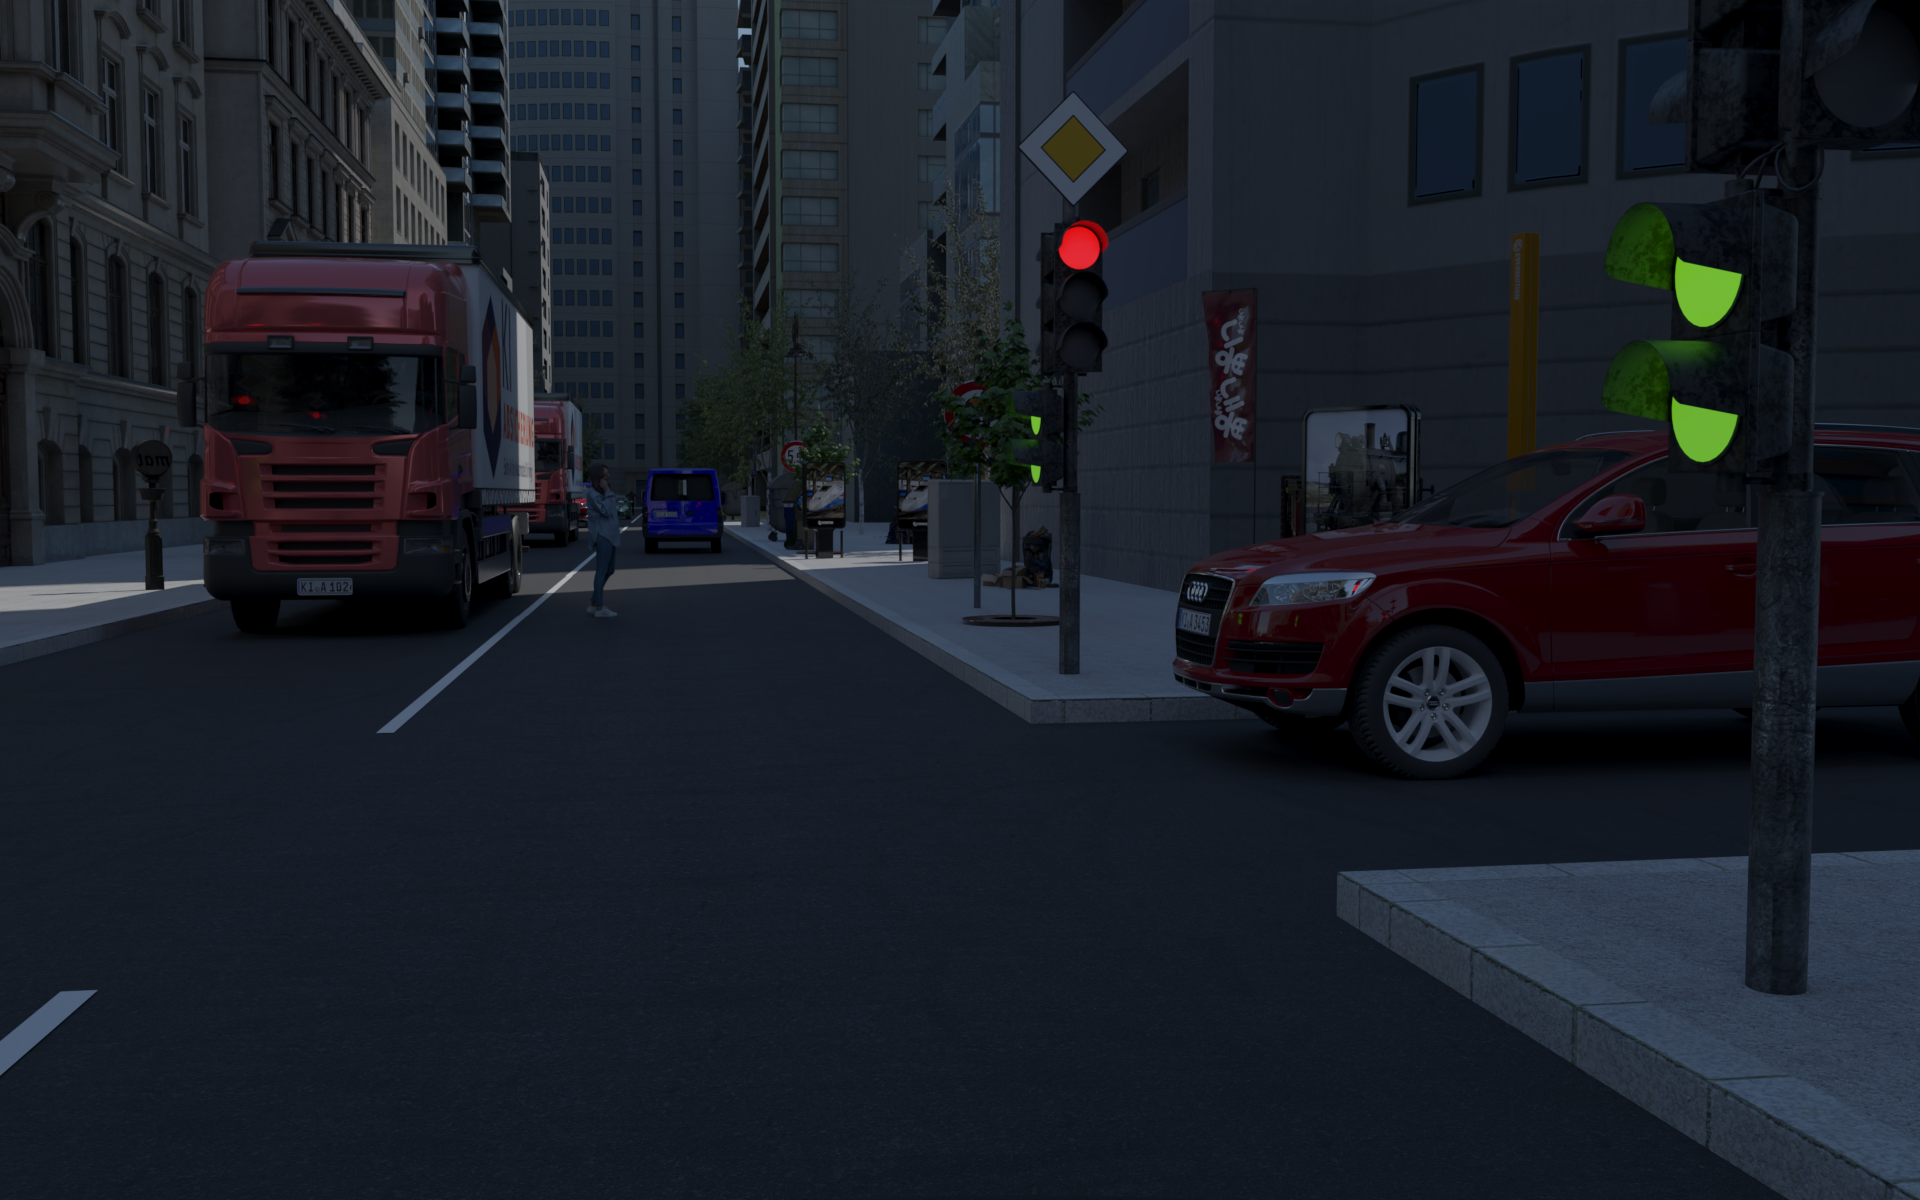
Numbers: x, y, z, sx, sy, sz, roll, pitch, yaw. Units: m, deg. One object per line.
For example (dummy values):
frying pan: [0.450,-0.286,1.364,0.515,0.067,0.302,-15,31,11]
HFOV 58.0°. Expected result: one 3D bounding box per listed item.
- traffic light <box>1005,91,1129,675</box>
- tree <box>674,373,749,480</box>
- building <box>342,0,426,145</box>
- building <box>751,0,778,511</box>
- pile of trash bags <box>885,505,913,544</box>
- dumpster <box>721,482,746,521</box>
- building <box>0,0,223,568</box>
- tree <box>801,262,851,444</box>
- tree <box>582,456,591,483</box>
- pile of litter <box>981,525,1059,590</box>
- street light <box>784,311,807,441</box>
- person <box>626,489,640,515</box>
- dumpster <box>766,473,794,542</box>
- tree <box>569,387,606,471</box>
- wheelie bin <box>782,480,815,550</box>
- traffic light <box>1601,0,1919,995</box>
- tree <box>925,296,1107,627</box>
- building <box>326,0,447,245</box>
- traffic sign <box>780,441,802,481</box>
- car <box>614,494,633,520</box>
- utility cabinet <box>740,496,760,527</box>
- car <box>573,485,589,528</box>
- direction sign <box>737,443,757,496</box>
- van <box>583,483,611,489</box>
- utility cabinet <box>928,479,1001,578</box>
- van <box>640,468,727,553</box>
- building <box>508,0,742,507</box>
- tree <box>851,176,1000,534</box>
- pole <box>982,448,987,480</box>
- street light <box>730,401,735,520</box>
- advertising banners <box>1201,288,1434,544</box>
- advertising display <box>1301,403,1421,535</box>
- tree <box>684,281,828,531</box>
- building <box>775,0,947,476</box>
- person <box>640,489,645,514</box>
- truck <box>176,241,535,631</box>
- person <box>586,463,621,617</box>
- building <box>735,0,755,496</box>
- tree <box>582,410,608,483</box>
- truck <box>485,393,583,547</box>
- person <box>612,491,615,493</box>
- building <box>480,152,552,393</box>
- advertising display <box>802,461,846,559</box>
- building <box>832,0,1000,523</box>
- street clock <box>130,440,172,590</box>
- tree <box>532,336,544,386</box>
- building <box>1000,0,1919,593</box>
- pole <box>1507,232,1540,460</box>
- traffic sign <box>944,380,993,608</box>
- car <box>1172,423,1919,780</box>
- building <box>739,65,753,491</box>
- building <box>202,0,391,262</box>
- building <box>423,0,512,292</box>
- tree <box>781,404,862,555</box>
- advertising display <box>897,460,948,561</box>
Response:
traffic light: [0.763,-1.427,12.258,0.839,4.253,0.868,-1,4,-10]
tree: [-23.174,-14.983,163.092,7.486,12.596,7.792,0,3,0]
building: [-42.423,-24.579,93.751,32.217,40.220,23.993,-1,4,-10]
building: [-3.229,-30.399,120.727,21.300,48.544,21.600,-1,4,-10]
pile of trash bags: [-0.292,-2.172,45.265,1.912,1.369,3.447,3,4,37]
dumpster: [-10.806,-4.721,82.951,1.264,1.857,1.865,-1,4,-10]
building: [-22.012,-12.782,28.067,14.460,24.649,34.723,-1,4,-10]
tree: [-3.075,-6.381,54.692,4.360,8.622,3.978,0,3,0]
tree: [-28.540,-8.766,127.033,4.285,4.588,4.351,0,3,0]
pile of litter: [0.830,-0.615,24.015,1.176,0.858,1.719,1,4,13]
street light: [-4.167,-4.354,43.968,0.468,5.910,1.993,-1,4,-10]
person: [-22.273,-6.648,117.332,1.348,1.807,0.705,0,4,3]
dumpster: [-4.596,-2.535,47.208,1.264,1.857,1.865,-1,4,-10]
tree: [-26.967,-10.374,119.984,4.737,8.622,4.395,0,3,0]
wheelie bin: [-3.671,-1.953,39.839,0.693,1.594,0.980,-2,4,-31]
traffic light: [2.103,-0.946,4.386,0.839,4.253,0.868,-1,4,-10]
tree: [0.407,-1.380,17.160,1.663,3.219,1.824,0,3,0]
building: [-28.205,-13.396,73.781,10.420,20.320,16.860,-1,4,-10]
traffic sign: [-3.910,-2.530,41.464,0.768,2.556,0.104,0,4,-2]
car: [-19.677,-5.310,98.610,2.131,1.459,4.920,-1,4,-10]
utility cabinet: [-8.132,-3.432,67.269,0.306,1.237,1.020,2,4,24]
car: [-16.740,-4.034,74.637,2.281,1.827,5.304,-1,4,-8]
direction sign: [-9.411,-5.171,76.538,0.876,3.537,0.379,1,4,10]
van: [-19.215,-5.270,90.545,2.240,2.365,5.245,-1,4,-9]
utility cabinet: [0.076,-1.088,26.462,1.173,1.500,0.318,-3,4,-37]
van: [-6.973,-2.403,43.681,2.240,2.365,5.245,-1,4,-9]
building: [-37.390,-39.001,179.666,28.212,58.520,21.231,-1,4,-10]
tree: [0.525,-5.464,39.703,4.360,8.622,3.978,0,3,0]
pole: [0.761,-3.674,53.908,0.158,3.312,0.155,0,3,0]
street light: [-11.295,-6.920,85.922,0.468,5.910,1.993,-1,4,-10]
advertising banners: [2.935,-1.117,14.451,2.074,3.025,0.090,2,4,35]
advertising display: [2.913,-0.456,12.671,0.123,1.923,0.974,-3,5,-40]
tree: [-6.661,-6.742,60.594,4.737,8.622,4.395,0,3,0]
building: [-3.997,-25.631,102.668,14.154,41.232,14.086,-1,4,-10]
person: [-22.140,-6.882,121.534,0.721,1.766,1.217,-1,4,-19]
truck: [-6.995,-2.002,21.640,2.839,4.237,11.283,-1,4,-9]
person: [-4.193,-0.700,20.217,0.793,1.790,0.793,-2,4,-32]
building: [-7.444,-30.063,146.156,22.147,44.769,28.867,-1,4,-10]
tree: [-32.995,-12.314,151.692,4.360,8.622,3.978,0,3,0]
truck: [-12.413,-3.747,50.178,2.839,4.237,11.283,-1,4,-10]
person: [-28.833,-8.224,143.902,0.756,1.711,0.436,2,4,24]
building: [-42.292,-23.017,148.035,14.107,30.474,14.160,-1,4,-10]
advertising display: [-2.709,-1.795,34.564,0.974,1.923,0.123,-3,4,-39]
building: [7.099,-46.446,72.056,22.319,86.520,31.000,-1,4,-10]
street clock: [-10.797,-1.137,23.166,0.471,2.002,0.358,-3,5,-44]
tree: [-18.672,-7.235,68.651,4.360,8.622,3.978,0,3,0]
building: [16.095,-29.612,26.151,28.212,58.520,21.231,-1,4,-10]
pole: [4.429,-1.212,13.661,0.158,3.312,0.155,0,3,0]
traffic sign: [0.196,-1.181,19.419,0.768,2.556,0.104,0,4,-7]
car: [3.838,-0.072,9.854,5.304,1.827,2.281,-1,4,-10]
building: [-15.845,-32.401,179.859,14.200,45.320,14.600,-1,4,-10]
building: [-24.997,-11.658,55.242,10.561,19.102,19.286,-1,4,-10]
building: [-42.129,-49.420,120.695,22.319,86.520,31.000,-1,4,-10]
tree: [-3.096,-2.587,36.895,1.663,3.219,1.824,0,3,0]
advertising display: [-0.717,-1.703,33.058,0.974,1.923,0.123,1,4,8]
